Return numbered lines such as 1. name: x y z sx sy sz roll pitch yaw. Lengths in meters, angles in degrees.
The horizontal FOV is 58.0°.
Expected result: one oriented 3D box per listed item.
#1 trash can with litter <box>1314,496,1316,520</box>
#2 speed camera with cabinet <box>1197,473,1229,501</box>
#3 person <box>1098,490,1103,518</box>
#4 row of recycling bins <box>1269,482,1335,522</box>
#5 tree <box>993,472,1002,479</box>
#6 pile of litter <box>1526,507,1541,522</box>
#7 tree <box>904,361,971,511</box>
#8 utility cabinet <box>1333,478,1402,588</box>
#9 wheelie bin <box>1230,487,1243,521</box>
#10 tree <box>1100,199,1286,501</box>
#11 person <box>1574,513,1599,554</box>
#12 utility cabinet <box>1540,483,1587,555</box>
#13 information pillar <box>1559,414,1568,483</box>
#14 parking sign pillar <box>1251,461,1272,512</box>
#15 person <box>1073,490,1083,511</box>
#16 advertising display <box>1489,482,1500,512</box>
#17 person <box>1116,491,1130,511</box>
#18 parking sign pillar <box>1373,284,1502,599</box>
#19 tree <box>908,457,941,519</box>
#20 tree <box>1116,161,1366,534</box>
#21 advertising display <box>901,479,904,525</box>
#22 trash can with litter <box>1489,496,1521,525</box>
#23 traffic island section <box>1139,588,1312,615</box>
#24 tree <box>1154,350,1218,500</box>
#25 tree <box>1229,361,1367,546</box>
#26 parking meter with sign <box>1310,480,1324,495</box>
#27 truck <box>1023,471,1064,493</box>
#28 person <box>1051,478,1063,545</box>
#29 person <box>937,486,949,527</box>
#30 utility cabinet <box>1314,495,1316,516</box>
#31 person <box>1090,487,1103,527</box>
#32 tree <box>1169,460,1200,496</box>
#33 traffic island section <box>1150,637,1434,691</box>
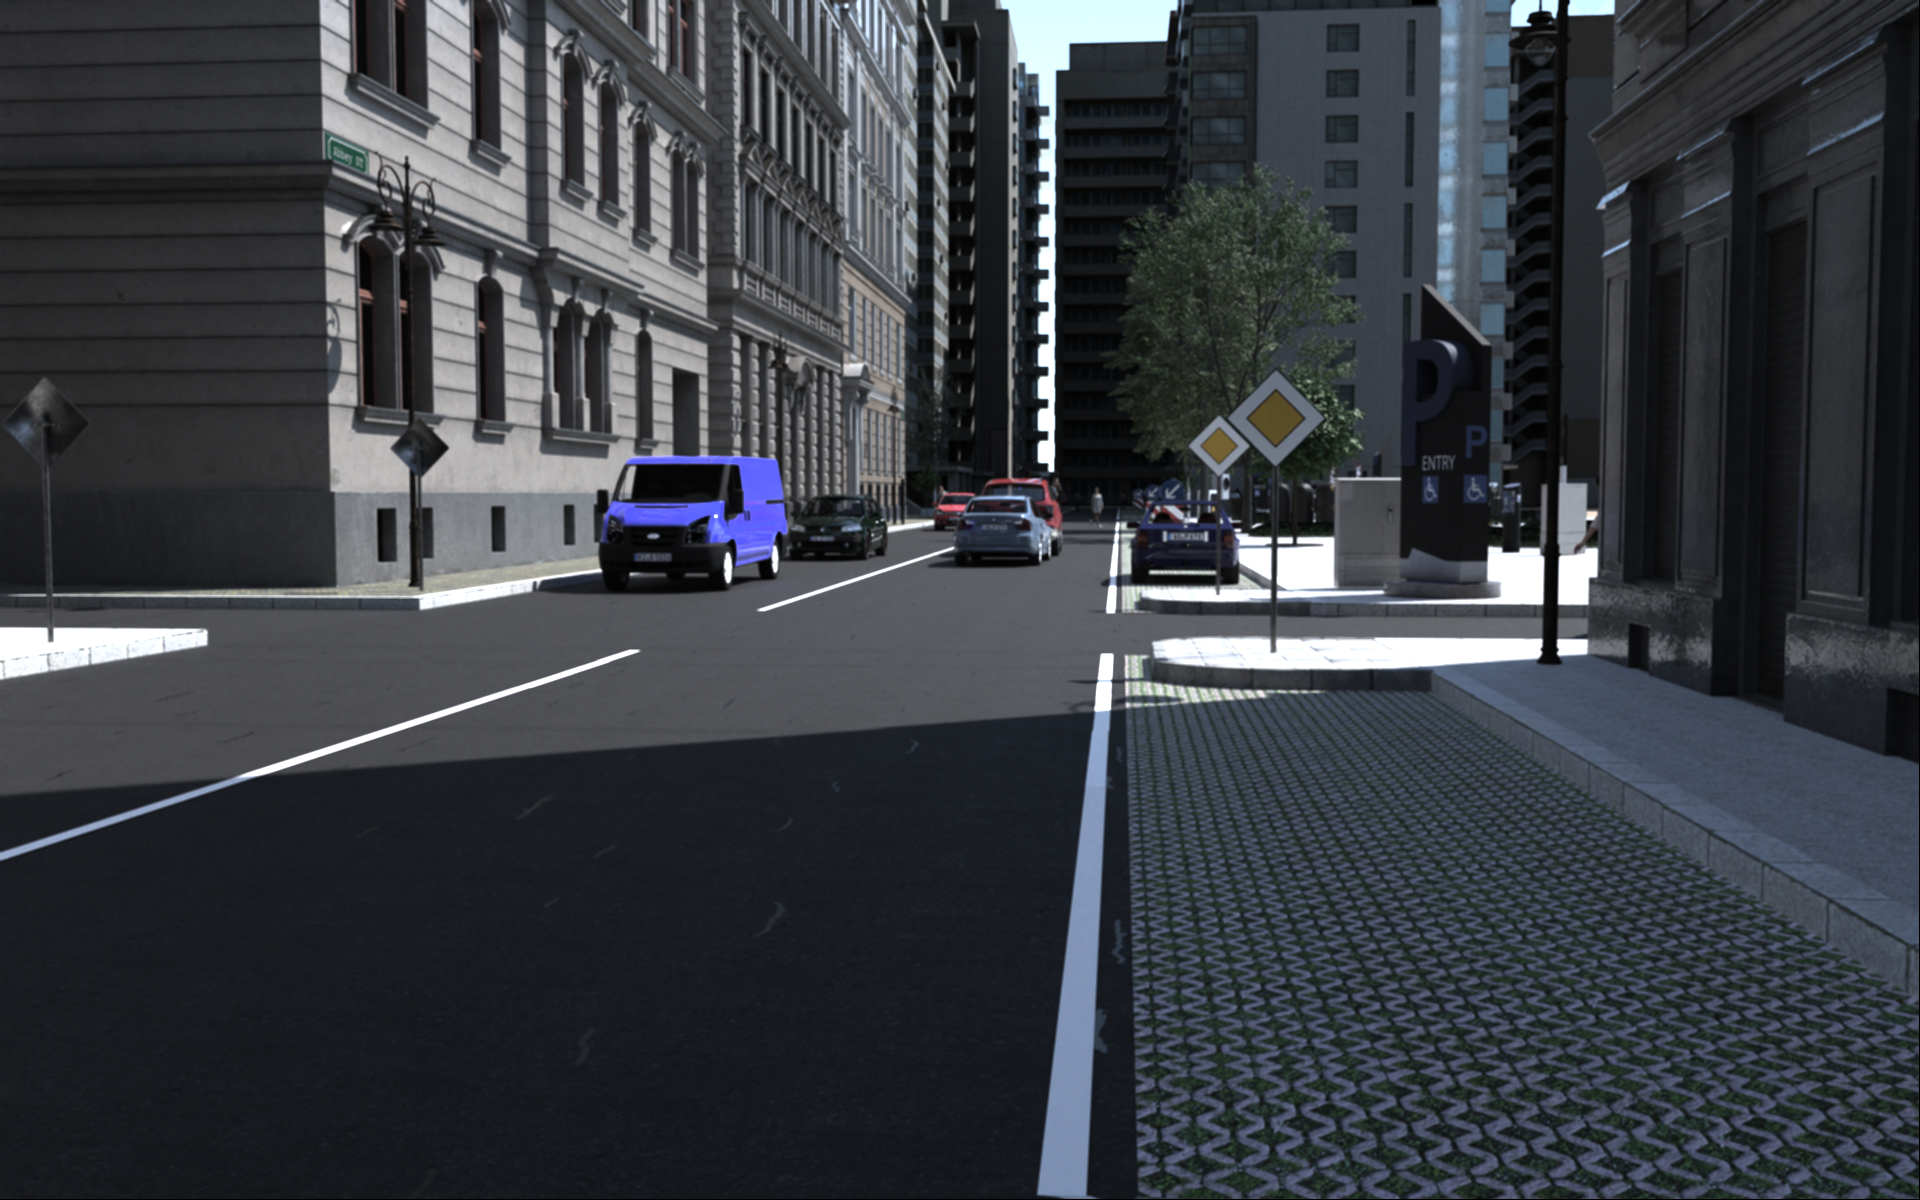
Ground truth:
1. trash can with litter: 18.048 -4.543 85.334 2.233 1.210 1.678 -1 4 -21
2. speed camera with cabinet: 10.941 -4.915 74.702 0.660 3.252 2.038 2 4 34
3. person: 8.406 -5.849 105.058 0.541 1.710 0.530 -1 4 -18
4. row of recycling bins: 13.273 -3.518 64.629 3.534 1.692 1.069 2 4 24
5. tree: 2.935 -9.543 150.630 1.663 3.219 1.824 0 3 0
6. pile of litter: 20.968 -2.936 61.963 1.719 0.858 1.176 0 4 3
7. tree: -1.605 -8.852 95.093 4.360 8.622 3.978 0 3 0
8. utility cabinet: 5.693 -0.905 23.480 1.173 1.500 0.318 0 4 -1
9. wheelie bin: 13.255 -4.589 82.934 0.693 1.594 0.980 0 4 2
10. tree: 9.182 -9.133 67.454 7.486 12.596 7.792 0 3 0
11. person: 6.551 -0.508 17.473 0.731 1.740 0.598 0 4 -6
12. utility cabinet: 12.606 -1.683 36.195 1.173 1.500 0.318 -3 4 -36
13. information pillar: 17.636 -3.626 50.636 0.183 3.616 0.504 0 4 6
14. parking sign pillar: 16.037 -6.388 92.908 1.447 3.967 1.447 2 4 35
15. person: 9.827 -8.248 144.071 0.721 1.736 1.217 -3 5 -39
16. advertising display: 27.716 -5.217 90.513 0.123 1.923 0.974 -3 5 -43
17. person: 13.980 -8.522 148.538 1.217 1.736 0.721 1 4 9
18. parking sign pillar: 6.084 -2.034 21.733 1.447 3.967 1.447 -1 4 -19
19. tree: -1.724 -5.885 90.819 1.663 3.219 1.824 0 3 0
20. tree: 9.155 -7.952 55.778 9.928 11.665 9.643 0 3 0
21. advertising display: -2.426 -4.169 73.385 0.123 1.923 0.974 0 4 -3
22. trash can with litter: 22.304 -3.668 71.031 1.678 1.210 2.233 -3 5 -45
23. traffic island section: 3.291 0.019 21.976 2.009 0.180 2.903 0 4 5
24. tree: 11.366 -8.281 85.764 4.737 8.622 4.395 0 3 0
25. tree: 8.305 -3.630 43.072 4.285 4.588 4.351 0 3 0
26. parking meter with sign: 19.694 -6.078 95.632 1.738 3.016 0.543 2 4 28
27. truck: 7.299 -9.435 150.179 3.469 3.379 9.791 0 4 3
28. person: 2.712 -2.528 49.188 0.474 1.900 0.648 0 4 6
29. person: -0.713 -4.152 76.566 0.592 1.802 0.473 0 4 2
30. utility cabinet: 18.178 -4.760 88.989 1.020 1.237 0.306 -3 5 -45
31. person: 5.893 -4.030 75.146 0.466 1.731 0.760 -3 5 -43
32. tree: 12.524 -6.316 97.872 1.663 3.219 1.824 0 3 0
33. traffic island section: 2.556 0.505 14.025 2.009 0.180 2.903 0 4 5
